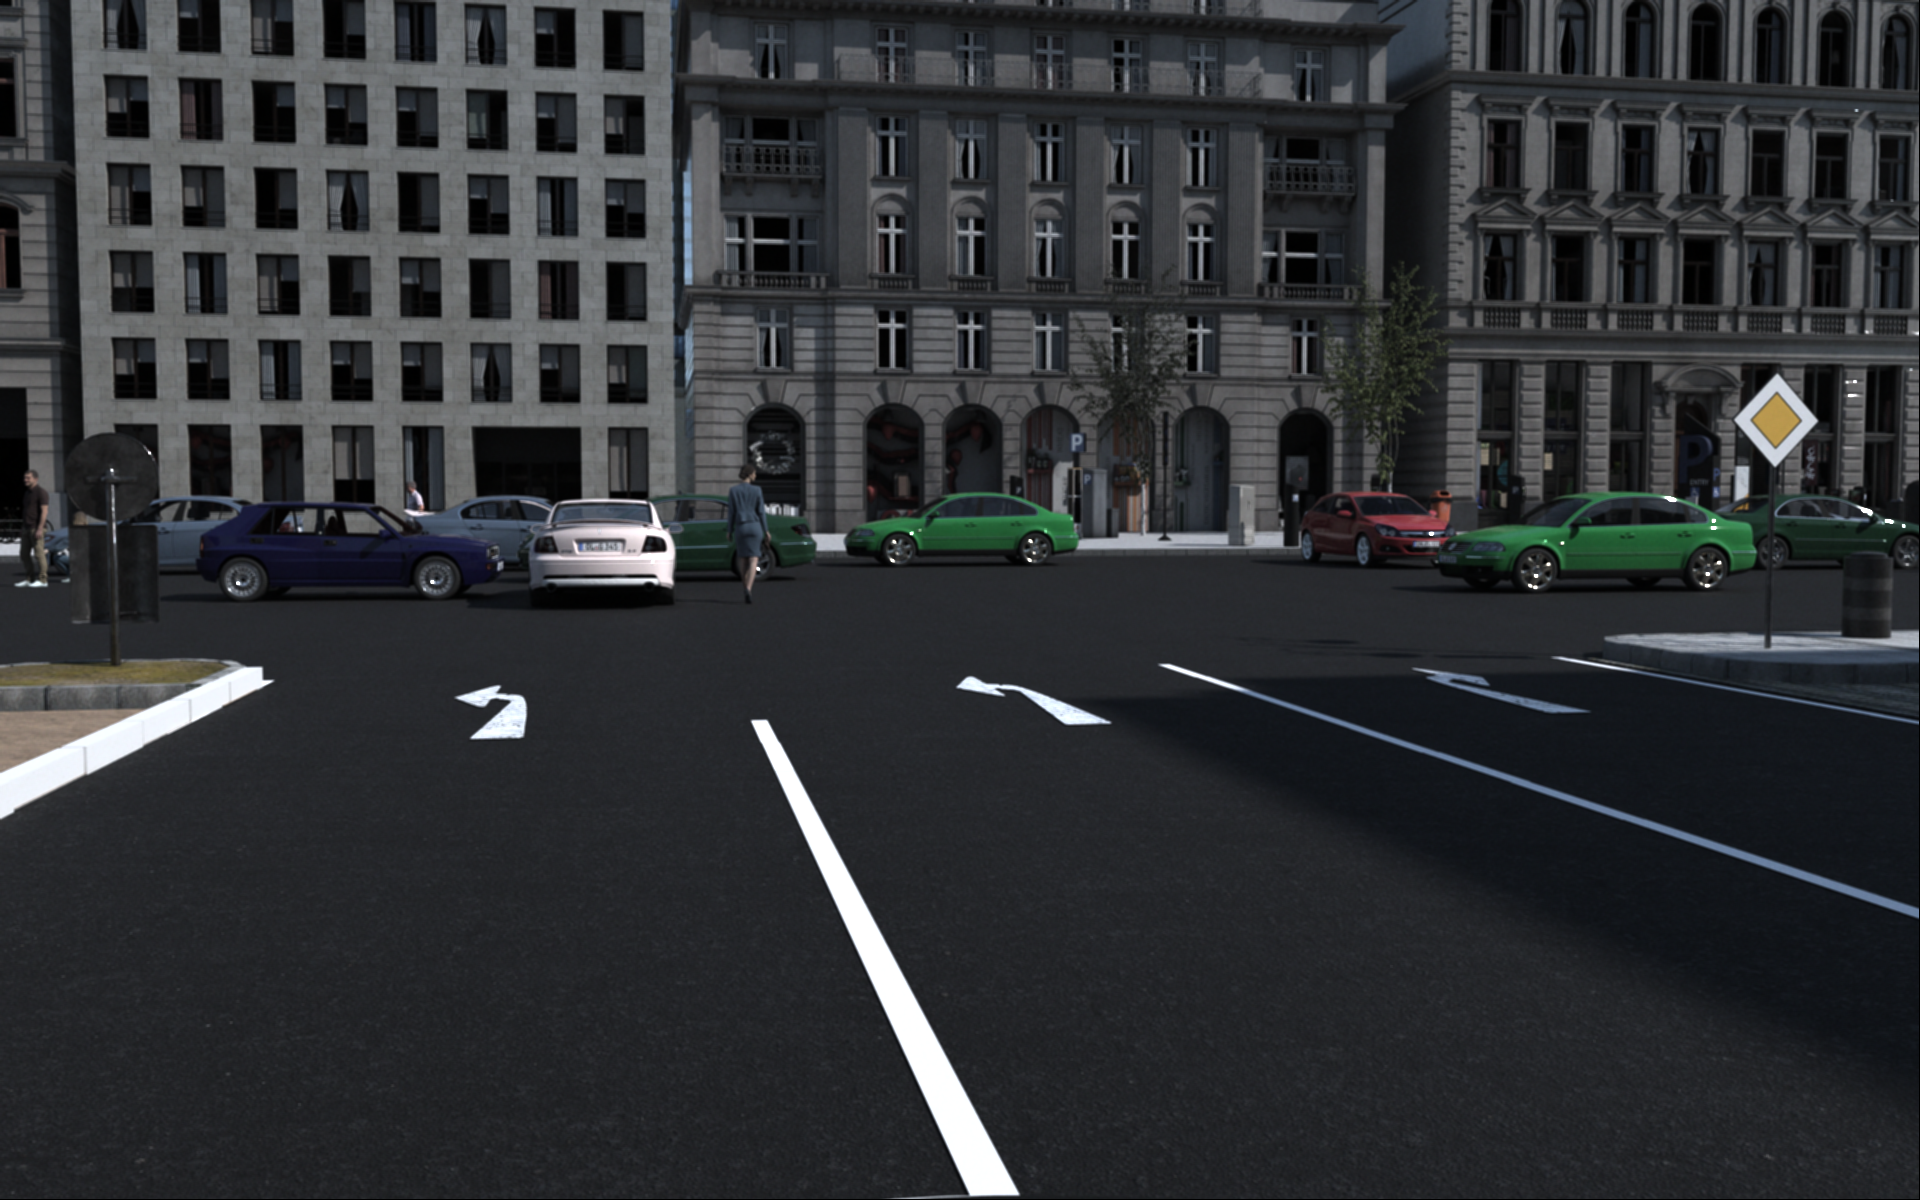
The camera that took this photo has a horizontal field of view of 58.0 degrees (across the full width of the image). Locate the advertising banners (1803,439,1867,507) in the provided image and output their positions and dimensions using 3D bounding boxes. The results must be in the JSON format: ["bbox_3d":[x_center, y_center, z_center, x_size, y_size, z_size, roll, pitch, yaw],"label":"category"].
[{"bbox_3d":[27.680,-3.590,54.889,0.090,3.025,2.074,-3,4,-36],"label":"advertising banners"}]

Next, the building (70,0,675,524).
[{"bbox_3d":[-17.883,-12.311,56.040,16.860,20.320,10.420,-1,4,-10],"label":"building"}]

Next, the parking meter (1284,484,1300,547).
[{"bbox_3d":[8.077,-2.065,42.167,0.372,1.533,0.369,0,3,0],"label":"parking meter"}]

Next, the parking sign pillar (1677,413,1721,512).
[{"bbox_3d":[24.245,-4.180,56.811,1.447,3.967,1.447,-2,4,-31],"label":"parking sign pillar"}]

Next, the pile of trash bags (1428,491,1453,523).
[{"bbox_3d":[23.028,-4.201,78.438,3.447,1.369,1.912,-2,4,-35],"label":"pile of trash bags"}]

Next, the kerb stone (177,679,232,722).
[{"bbox_3d":[-4.965,0.664,11.337,0.120,0.150,1.000,-1,4,-10],"label":"kerb stone"}]

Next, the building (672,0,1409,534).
[{"bbox_3d":[1.906,-13.475,62.119,24.055,21.916,13.314,-1,4,-10],"label":"building"}]

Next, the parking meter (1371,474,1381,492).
[{"bbox_3d":[12.192,-2.759,50.818,0.255,1.863,0.399,1,4,17],"label":"parking meter"}]

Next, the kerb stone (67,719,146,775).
[{"bbox_3d":[-4.600,0.791,9.312,0.120,0.150,1.000,-1,4,-10],"label":"kerb stone"}]

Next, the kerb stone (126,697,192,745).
[{"bbox_3d":[-4.787,0.729,10.320,0.120,0.150,1.000,-1,4,-10],"label":"kerb stone"}]

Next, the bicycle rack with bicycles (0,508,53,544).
[{"bbox_3d":[-25.121,-1.928,44.906,2.925,0.926,2.852,-3,5,-42],"label":"bicycle rack with bicycles"}]

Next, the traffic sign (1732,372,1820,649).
[{"bbox_3d":[6.712,-0.654,14.335,0.795,2.450,0.064,-1,4,-10],"label":"traffic sign"}]

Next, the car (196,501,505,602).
[{"bbox_3d":[-8.338,-0.694,23.928,3.894,1.354,1.945,-1,4,-8],"label":"car"}]

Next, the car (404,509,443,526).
[{"bbox_3d":[-8.806,-1.397,35.205,4.827,1.381,2.083,-1,4,-8],"label":"car"}]

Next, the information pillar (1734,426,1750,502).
[{"bbox_3d":[23.112,-3.662,51.235,0.504,3.616,0.183,-1,4,-18],"label":"information pillar"}]

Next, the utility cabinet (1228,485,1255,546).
[{"bbox_3d":[7.009,-2.100,43.021,0.318,1.500,1.173,2,4,27],"label":"utility cabinet"}]

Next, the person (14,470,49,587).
[{"bbox_3d":[-14.343,-1.108,26.748,0.434,1.807,0.598,-3,5,-44],"label":"person"}]

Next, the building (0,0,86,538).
[{"bbox_3d":[-38.049,-16.292,53.760,23.554,28.519,14.401,-1,4,-10],"label":"building"}]

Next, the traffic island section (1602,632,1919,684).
[{"bbox_3d":[6.734,0.481,14.417,2.009,0.180,2.903,-1,4,-10],"label":"traffic island section"}]

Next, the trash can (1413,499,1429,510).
[{"bbox_3d":[12.728,-2.246,48.383,0.748,1.137,0.748,0,3,0],"label":"trash can"}]

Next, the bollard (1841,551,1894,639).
[{"bbox_3d":[8.142,-0.050,15.540,0.404,0.777,0.398,0,3,0],"label":"bollard"}]

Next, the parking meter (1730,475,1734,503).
[{"bbox_3d":[23.799,-2.894,53.026,0.399,1.863,0.255,-2,4,-29],"label":"parking meter"}]

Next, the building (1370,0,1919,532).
[{"bbox_3d":[24.595,-14.385,64.070,19.941,23.489,11.050,-1,4,-10],"label":"building"}]

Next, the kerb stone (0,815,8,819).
[{"bbox_3d":[-4.229,0.913,7.291,0.120,0.150,1.000,-1,4,-10],"label":"kerb stone"}]

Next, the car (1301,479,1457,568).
[{"bbox_3d":[8.419,-1.589,35.025,2.155,1.783,4.494,-1,4,-12],"label":"car"}]

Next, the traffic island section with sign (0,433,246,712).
[{"bbox_3d":[-6.216,-0.257,12.333,2.006,1.907,1.989,-1,4,-10],"label":"traffic island section with sign"}]

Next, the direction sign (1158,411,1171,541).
[{"bbox_3d":[5.662,-3.413,47.797,0.379,3.537,0.876,0,4,-1],"label":"direction sign"}]

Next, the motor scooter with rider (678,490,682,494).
[{"bbox_3d":[-22.322,-7.911,138.309,0.876,1.779,1.986,-1,4,-12],"label":"motor scooter with rider"}]

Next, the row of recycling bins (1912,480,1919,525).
[{"bbox_3d":[29.227,-2.647,50.393,1.069,1.692,3.534,-2,4,-30],"label":"row of recycling bins"}]

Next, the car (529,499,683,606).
[{"bbox_3d":[-4.821,-0.688,23.610,2.083,1.381,4.827,-1,4,-10],"label":"car"}]

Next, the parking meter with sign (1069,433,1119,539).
[{"bbox_3d":[3.924,-3.297,50.160,0.543,3.016,1.738,3,5,43],"label":"parking meter with sign"}]

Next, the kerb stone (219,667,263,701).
[{"bbox_3d":[-5.144,0.603,12.347,0.120,0.150,1.000,-1,4,-10],"label":"kerb stone"}]

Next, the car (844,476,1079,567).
[{"bbox_3d":[0.017,-1.600,34.957,4.718,1.807,1.959,-1,4,-10],"label":"car"}]

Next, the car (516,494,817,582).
[{"bbox_3d":[-4.859,-1.044,28.860,4.920,1.459,2.131,-1,4,-12],"label":"car"}]

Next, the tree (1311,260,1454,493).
[{"bbox_3d":[13.201,-6.340,54.019,4.737,8.622,4.395,0,3,0],"label":"tree"}]

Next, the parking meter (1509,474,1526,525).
[{"bbox_3d":[16.341,-2.755,50.761,0.399,1.863,0.255,3,5,41],"label":"parking meter"}]

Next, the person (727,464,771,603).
[{"bbox_3d":[-2.816,-0.873,22.802,0.581,1.822,0.654,1,4,14],"label":"person"}]

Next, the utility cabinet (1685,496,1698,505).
[{"bbox_3d":[20.617,-2.305,48.850,0.306,1.237,1.020,2,4,25],"label":"utility cabinet"}]

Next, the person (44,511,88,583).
[{"bbox_3d":[-14.450,-0.862,28.093,0.738,1.151,1.012,1,4,14],"label":"person"}]

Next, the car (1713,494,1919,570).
[{"bbox_3d":[16.515,-1.336,33.639,4.920,1.459,2.131,-1,4,-8],"label":"car"}]

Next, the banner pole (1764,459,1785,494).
[{"bbox_3d":[26.605,-4.061,56.418,0.401,3.779,0.863,-2,4,-32],"label":"banner pole"}]

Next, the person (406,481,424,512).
[{"bbox_3d":[-11.627,-1.669,36.729,0.436,1.711,0.756,-2,4,-26],"label":"person"}]

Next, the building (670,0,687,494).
[{"bbox_3d":[-30.373,-55.520,220.429,31.000,86.520,22.319,-1,4,-10],"label":"building"}]

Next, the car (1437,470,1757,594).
[{"bbox_3d":[9.485,-1.050,25.963,4.718,1.807,1.959,-1,4,-11],"label":"car"}]

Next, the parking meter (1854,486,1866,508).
[{"bbox_3d":[29.498,-2.960,56.805,0.372,1.533,0.369,0,3,0],"label":"parking meter"}]

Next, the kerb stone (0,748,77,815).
[{"bbox_3d":[-4.424,0.855,8.302,0.120,0.150,1.000,-1,4,-10],"label":"kerb stone"}]

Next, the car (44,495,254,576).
[{"bbox_3d":[-14.176,-1.179,31.276,4.499,1.417,2.014,-1,4,-10],"label":"car"}]

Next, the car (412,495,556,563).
[{"bbox_3d":[-8.091,-1.273,32.815,4.499,1.417,2.014,-1,4,-11],"label":"car"}]

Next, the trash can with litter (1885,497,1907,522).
[{"bbox_3d":[26.378,-2.262,48.039,2.233,1.210,1.678,3,4,36],"label":"trash can with litter"}]

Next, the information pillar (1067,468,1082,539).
[{"bbox_3d":[3.245,-2.724,49.034,0.304,2.012,0.304,-2,4,-31],"label":"information pillar"}]

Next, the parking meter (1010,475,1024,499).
[{"bbox_3d":[1.790,-2.989,54.583,0.399,1.863,0.255,-2,4,-32],"label":"parking meter"}]

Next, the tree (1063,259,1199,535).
[{"bbox_3d":[5.448,-6.300,53.371,4.360,8.622,3.978,0,3,0],"label":"tree"}]
